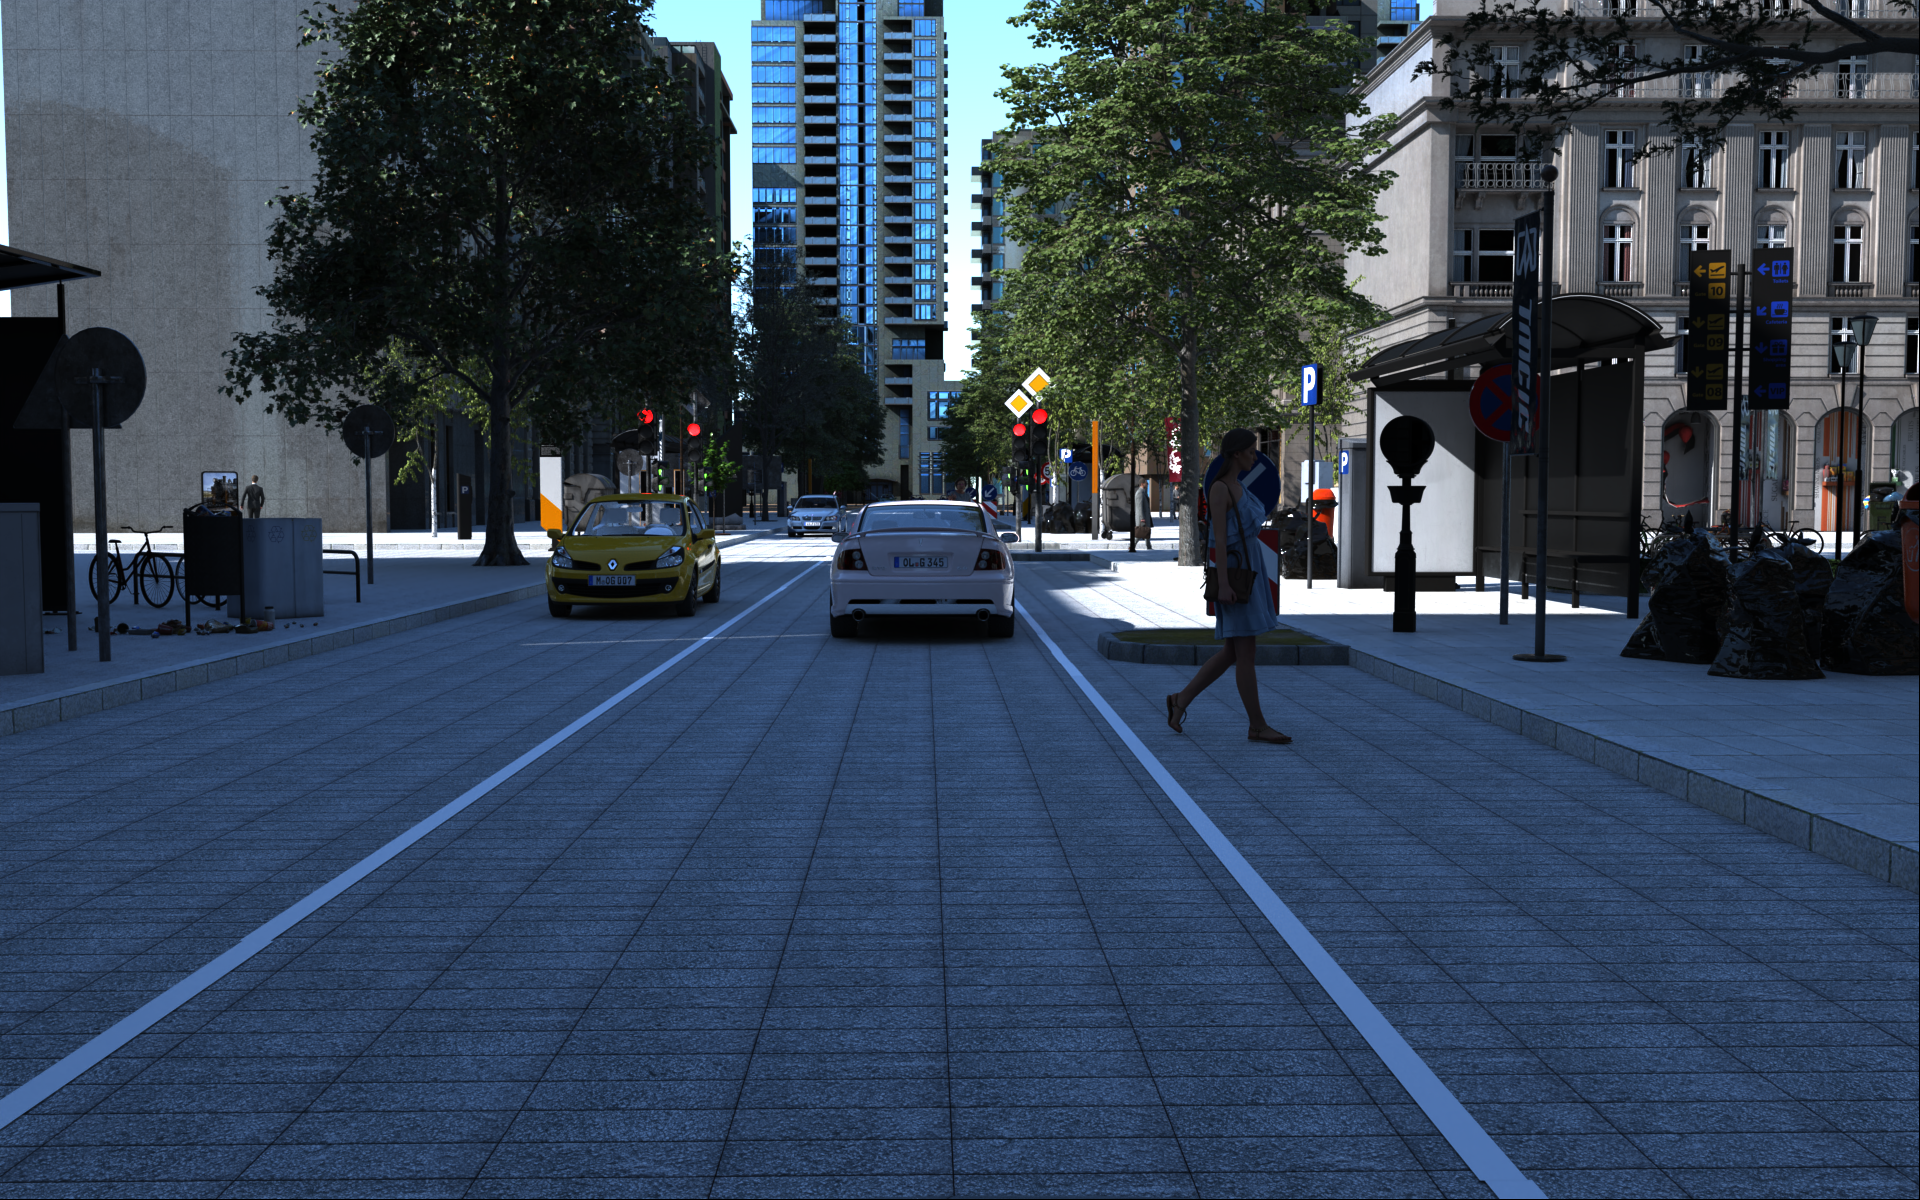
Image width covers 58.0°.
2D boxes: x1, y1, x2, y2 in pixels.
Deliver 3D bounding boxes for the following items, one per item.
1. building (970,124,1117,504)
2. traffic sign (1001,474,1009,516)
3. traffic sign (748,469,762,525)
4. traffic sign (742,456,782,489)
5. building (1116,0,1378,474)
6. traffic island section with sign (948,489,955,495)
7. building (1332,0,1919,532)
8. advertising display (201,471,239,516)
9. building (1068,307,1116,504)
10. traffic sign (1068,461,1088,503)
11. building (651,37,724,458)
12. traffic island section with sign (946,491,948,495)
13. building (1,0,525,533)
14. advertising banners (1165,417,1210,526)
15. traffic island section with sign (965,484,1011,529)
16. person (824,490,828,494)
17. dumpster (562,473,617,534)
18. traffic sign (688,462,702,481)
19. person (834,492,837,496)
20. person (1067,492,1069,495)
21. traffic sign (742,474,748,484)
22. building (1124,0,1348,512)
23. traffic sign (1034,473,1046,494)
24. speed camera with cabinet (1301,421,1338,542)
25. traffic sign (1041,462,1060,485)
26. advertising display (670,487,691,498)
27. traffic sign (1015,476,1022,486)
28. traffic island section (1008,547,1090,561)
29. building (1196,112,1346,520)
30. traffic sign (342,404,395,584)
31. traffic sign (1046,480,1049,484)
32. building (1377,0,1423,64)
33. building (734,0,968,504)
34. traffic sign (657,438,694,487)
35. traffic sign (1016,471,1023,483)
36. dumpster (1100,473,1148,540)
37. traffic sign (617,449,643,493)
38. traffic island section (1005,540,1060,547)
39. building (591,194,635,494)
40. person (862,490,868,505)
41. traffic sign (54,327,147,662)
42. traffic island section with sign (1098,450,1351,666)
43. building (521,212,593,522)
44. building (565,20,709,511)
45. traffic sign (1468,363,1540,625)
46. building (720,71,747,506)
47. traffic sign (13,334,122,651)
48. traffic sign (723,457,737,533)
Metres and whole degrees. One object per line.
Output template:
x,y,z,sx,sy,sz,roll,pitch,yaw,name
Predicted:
16.591,-37.140,226.850,30.456,49.044,23.786,0,4,-1,building
2.792,-6.175,101.074,0.768,2.556,0.104,0,4,5,traffic sign
-8.420,-4.221,71.147,0.606,2.300,0.079,0,4,6,traffic sign
-10.628,-6.015,92.219,2.265,3.308,0.079,0,4,2,traffic sign
22.403,-43.313,146.427,20.563,71.187,20.611,0,4,-1,building
0.480,-5.487,98.342,1.989,1.847,2.006,0,4,-1,traffic island section with sign
26.975,-13.557,63.464,24.055,21.916,13.314,0,4,-1,building
-20.943,-2.680,49.028,0.974,1.923,0.123,-3,4,-36,advertising display
25.787,-20.042,172.729,27.650,21.520,28.899,0,4,-1,building
4.599,-4.124,67.531,0.768,2.556,0.104,0,4,3,traffic sign
-28.632,-28.648,151.987,14.154,41.232,14.086,0,4,-1,building
-0.593,-8.565,148.673,1.989,1.847,2.006,0,4,-1,traffic island section with sign
-25.089,-15.171,66.071,12.078,24.808,19.932,0,4,-1,building
5.484,-2.603,38.740,2.074,3.025,0.090,2,4,34,advertising banners
1.071,-3.815,70.997,1.989,1.847,2.006,0,4,-1,traffic island section with sign
-12.009,-8.988,153.715,0.721,1.743,1.217,-3,5,-43,person
-10.535,-2.657,49.206,1.264,1.857,1.865,0,4,-1,dumpster
-8.373,-3.247,55.226,0.606,2.300,0.079,0,4,0,traffic sign
-12.190,-9.974,170.051,0.436,1.711,0.756,0,4,8,person
9.343,-8.502,145.738,0.721,1.739,1.217,-3,5,-39,person
-11.505,-5.530,90.426,0.884,2.594,0.081,0,4,4,traffic sign
20.120,-29.338,129.791,14.600,45.320,14.200,0,4,-1,building
4.437,-5.811,95.111,0.768,2.556,0.104,0,4,3,traffic sign
10.093,-3.193,46.534,0.660,3.252,2.038,-2,4,-33,speed camera with cabinet
3.527,-4.131,67.645,0.768,2.556,0.104,0,4,7,traffic sign
-10.756,-3.760,66.690,0.123,1.923,0.974,3,5,41,advertising display
4.018,-7.232,118.346,0.768,2.556,0.104,0,4,2,traffic sign
1.762,-0.987,38.420,2.009,0.180,2.903,0,4,-1,traffic island section
19.208,-15.292,100.933,10.553,20.767,40.483,0,4,-1,building
-8.415,-1.501,24.649,0.768,2.556,0.104,0,4,5,traffic sign
4.993,-5.734,93.862,0.768,2.556,0.104,0,4,3,traffic sign
47.313,-55.880,226.310,31.000,86.520,22.319,0,4,-1,building
-14.669,-55.763,224.395,31.000,86.520,22.319,0,4,-1,building
-10.588,-4.249,63.341,2.265,3.308,0.079,0,4,-1,traffic sign
3.152,-5.148,84.181,0.884,2.594,0.081,0,4,1,traffic sign
4.653,-2.635,48.842,1.264,1.857,1.865,0,4,-1,dumpster
-9.276,-2.970,48.662,0.768,2.556,0.104,0,4,6,traffic sign
1.591,-1.475,46.404,2.009,0.180,2.903,0,4,-1,traffic island section
-24.568,-15.717,106.118,9.793,20.994,18.267,0,4,-1,building
-10.848,-11.649,197.029,0.721,1.766,1.217,-2,4,-35,person
-6.565,-0.802,13.223,0.768,2.556,0.104,1,4,9,traffic sign
2.264,-0.415,15.419,1.989,1.847,2.006,0,4,-1,traffic island section with sign
-25.010,-15.772,86.746,11.050,23.489,19.941,0,4,-1,building
-35.751,-26.961,132.686,32.217,40.220,23.993,0,4,-1,building
5.350,-1.031,16.961,0.768,2.556,0.104,0,4,8,traffic sign
-35.834,-31.760,173.893,28.867,44.769,22.147,0,4,-1,building
-7.272,-0.863,14.117,0.884,2.594,0.081,0,4,1,traffic sign
-7.719,-3.459,56.566,0.884,2.594,0.081,0,4,6,traffic sign
